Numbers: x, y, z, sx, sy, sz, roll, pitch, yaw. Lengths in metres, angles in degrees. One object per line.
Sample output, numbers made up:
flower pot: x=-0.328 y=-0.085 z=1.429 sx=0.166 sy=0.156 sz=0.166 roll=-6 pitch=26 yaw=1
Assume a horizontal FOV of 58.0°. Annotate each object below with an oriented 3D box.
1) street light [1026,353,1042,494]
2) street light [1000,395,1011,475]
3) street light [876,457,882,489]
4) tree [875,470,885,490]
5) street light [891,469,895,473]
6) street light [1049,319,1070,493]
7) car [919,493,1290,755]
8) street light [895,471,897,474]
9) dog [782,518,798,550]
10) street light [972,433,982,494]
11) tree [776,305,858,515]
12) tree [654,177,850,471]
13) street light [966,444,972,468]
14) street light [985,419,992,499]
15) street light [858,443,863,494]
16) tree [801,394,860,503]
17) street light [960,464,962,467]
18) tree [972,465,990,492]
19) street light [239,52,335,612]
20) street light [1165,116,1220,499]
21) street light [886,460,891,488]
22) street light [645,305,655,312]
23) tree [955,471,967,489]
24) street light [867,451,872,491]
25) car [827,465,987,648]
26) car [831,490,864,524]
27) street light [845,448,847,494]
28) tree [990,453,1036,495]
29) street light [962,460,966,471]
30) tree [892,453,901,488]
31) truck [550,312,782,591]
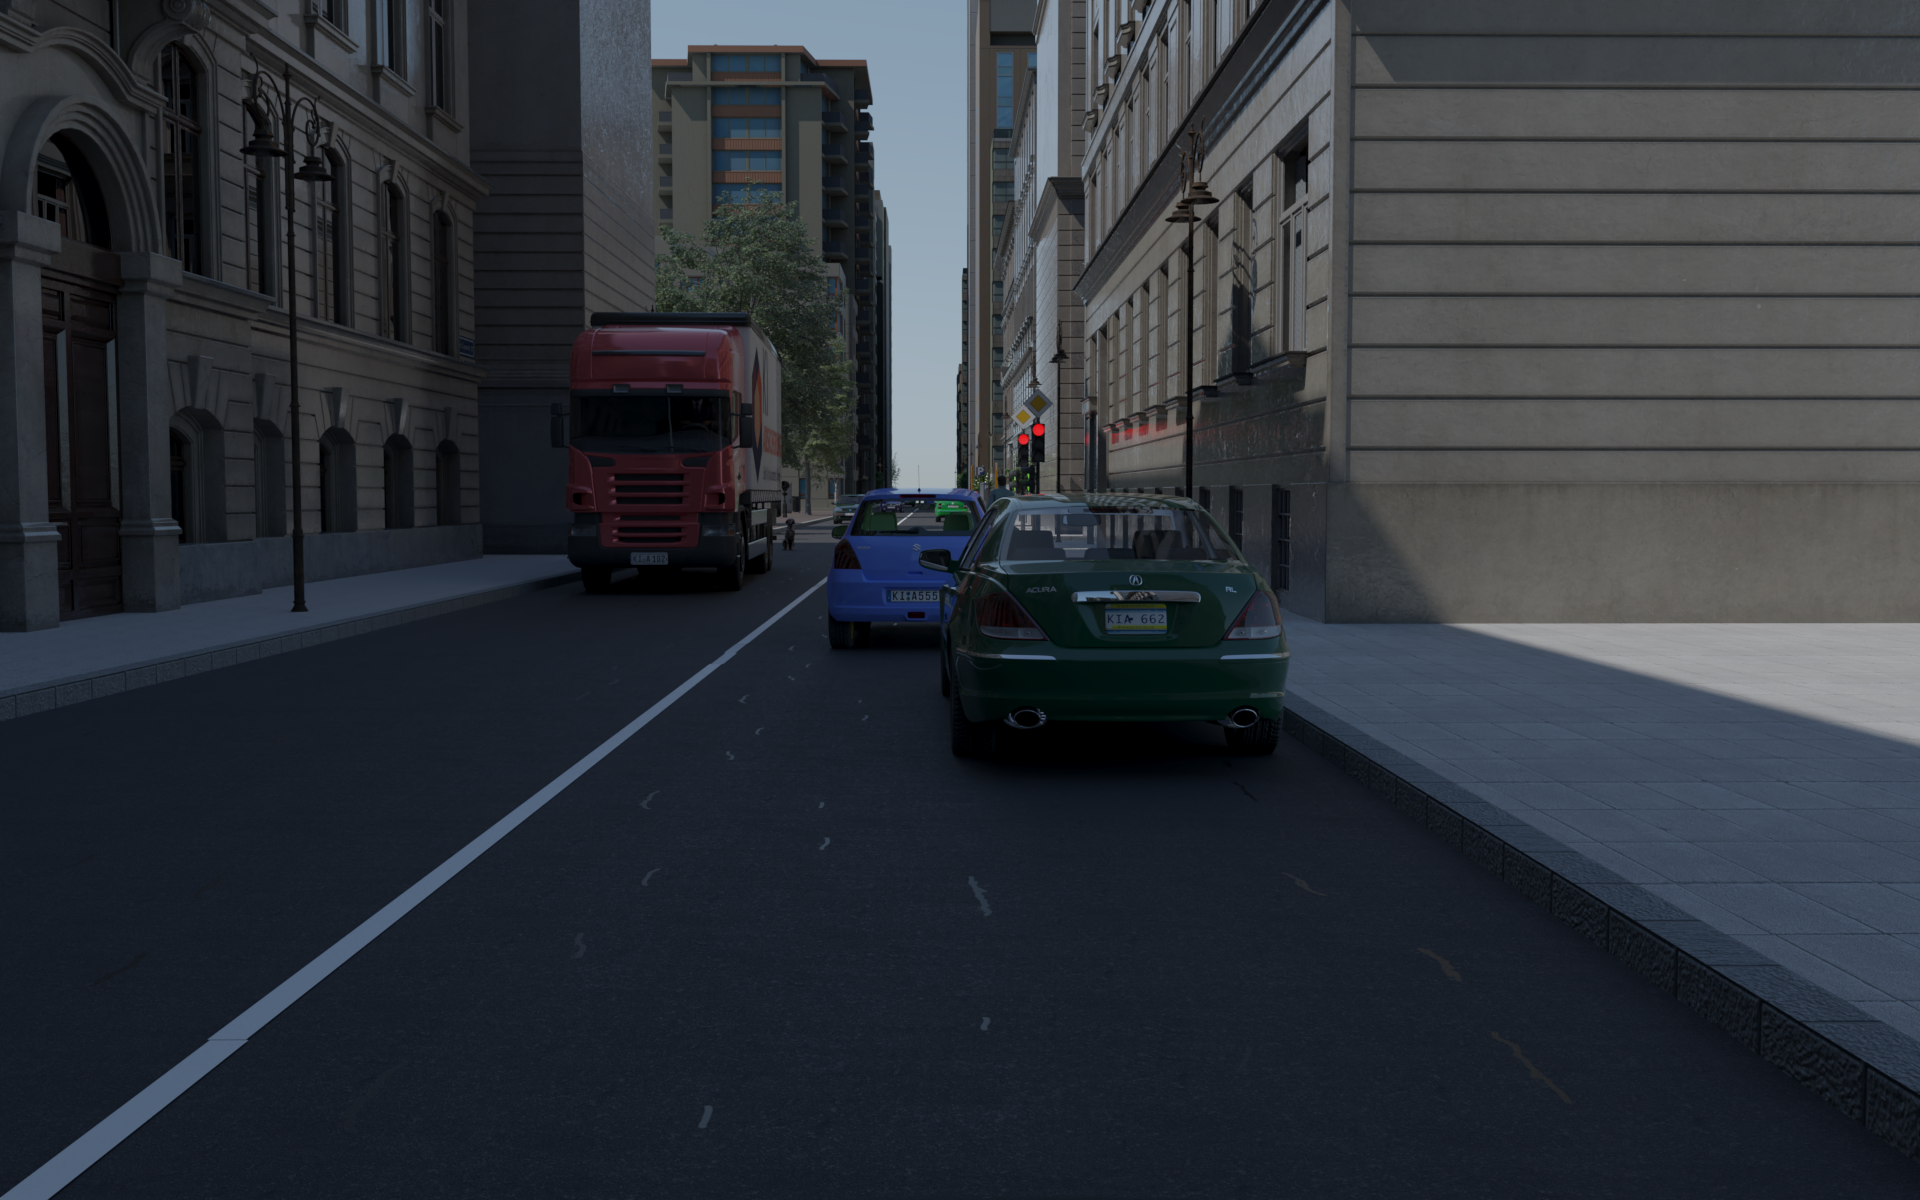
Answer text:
street light: x=2.417 y=-5.136 z=56.767 sx=0.468 sy=5.910 sz=1.993 roll=0 pitch=4 yaw=-1
street light: x=2.123 y=-6.590 z=80.541 sx=0.468 sy=5.910 sz=1.993 roll=0 pitch=4 yaw=-1
street light: x=-9.832 y=-14.752 z=213.987 sx=0.468 sy=5.910 sz=1.993 roll=0 pitch=4 yaw=-1
tree: x=-10.578 y=-13.645 z=206.816 sx=4.285 sy=4.588 sz=4.351 roll=0 pitch=3 yaw=0
street light: x=-10.391 y=-17.660 z=261.534 sx=0.468 sy=5.910 sz=1.993 roll=0 pitch=4 yaw=-1
street light: x=2.617 y=-4.469 z=45.854 sx=0.468 sy=5.910 sz=1.993 roll=0 pitch=4 yaw=-1
car: x=0.807 y=0.051 z=10.964 sx=2.131 sy=1.459 sz=4.920 roll=0 pitch=4 yaw=-2
street light: x=-10.665 y=-19.114 z=285.308 sx=0.468 sy=5.910 sz=1.993 roll=0 pitch=4 yaw=-1
dog: x=-4.302 y=-1.688 z=44.435 sx=0.513 sy=0.831 sz=0.800 roll=2 pitch=4 yaw=24
street light: x=1.396 y=-9.811 z=133.193 sx=0.468 sy=5.910 sz=1.993 roll=0 pitch=4 yaw=-1
tree: x=-9.471 y=-11.376 z=104.121 sx=7.486 sy=12.596 sz=7.792 roll=0 pitch=3 yaw=0
tree: x=-9.111 y=-10.085 z=71.542 sx=9.857 sy=13.997 sz=8.962 roll=0 pitch=3 yaw=0
street light: x=1.019 y=-11.277 z=157.174 sx=0.468 sy=5.910 sz=1.993 roll=0 pitch=4 yaw=-1
street light: x=1.735 y=-8.068 z=104.706 sx=0.468 sy=5.910 sz=1.993 roll=0 pitch=4 yaw=-1
street light: x=-8.921 y=-11.122 z=154.624 sx=0.468 sy=5.910 sz=1.993 roll=0 pitch=4 yaw=-1
tree: x=-8.660 y=-10.325 z=119.182 sx=4.360 sy=8.622 sz=3.978 roll=0 pitch=3 yaw=0
street light: x=0.373 y=-14.236 z=205.545 sx=0.468 sy=5.910 sz=1.993 roll=0 pitch=4 yaw=-1
tree: x=1.527 y=-7.385 z=115.342 sx=1.663 sy=3.219 sz=1.824 roll=0 pitch=3 yaw=0
street light: x=-7.211 y=-2.810 z=18.733 sx=0.468 sy=5.910 sz=1.993 roll=0 pitch=4 yaw=-1
street light: x=2.886 y=-2.993 z=21.719 sx=0.468 sy=5.910 sz=1.993 roll=0 pitch=4 yaw=-1
street light: x=-10.065 y=-16.206 z=237.761 sx=0.468 sy=5.910 sz=1.993 roll=0 pitch=4 yaw=-1
street light: x=-7.515 y=-4.264 z=42.506 sx=0.468 sy=5.910 sz=1.993 roll=0 pitch=4 yaw=-1
tree: x=0.947 y=-14.005 z=212.687 sx=4.285 sy=4.588 sz=4.351 roll=0 pitch=3 yaw=0
street light: x=-9.300 y=-12.586 z=178.560 sx=0.468 sy=5.910 sz=1.993 roll=0 pitch=4 yaw=-1
car: x=-0.358 y=-0.477 z=17.387 sx=1.945 sy=1.707 sz=3.694 roll=0 pitch=4 yaw=1
car: x=-5.186 y=-4.522 z=83.717 sx=2.009 sy=1.686 sz=4.222 roll=0 pitch=4 yaw=0
street light: x=-8.623 y=-9.668 z=130.851 sx=0.468 sy=5.910 sz=1.993 roll=0 pitch=4 yaw=-1
tree: x=2.417 y=-4.544 z=68.894 sx=1.663 sy=3.219 sz=1.824 roll=0 pitch=3 yaw=0
street light: x=0.729 y=-12.763 z=181.461 sx=0.468 sy=5.910 sz=1.993 roll=0 pitch=4 yaw=-1
tree: x=-11.601 y=-20.720 z=289.140 sx=4.737 sy=8.622 sz=4.395 roll=0 pitch=3 yaw=0
truck: x=-4.548 y=-2.454 z=29.041 sx=2.839 sy=4.237 sz=11.283 roll=0 pitch=4 yaw=-2
